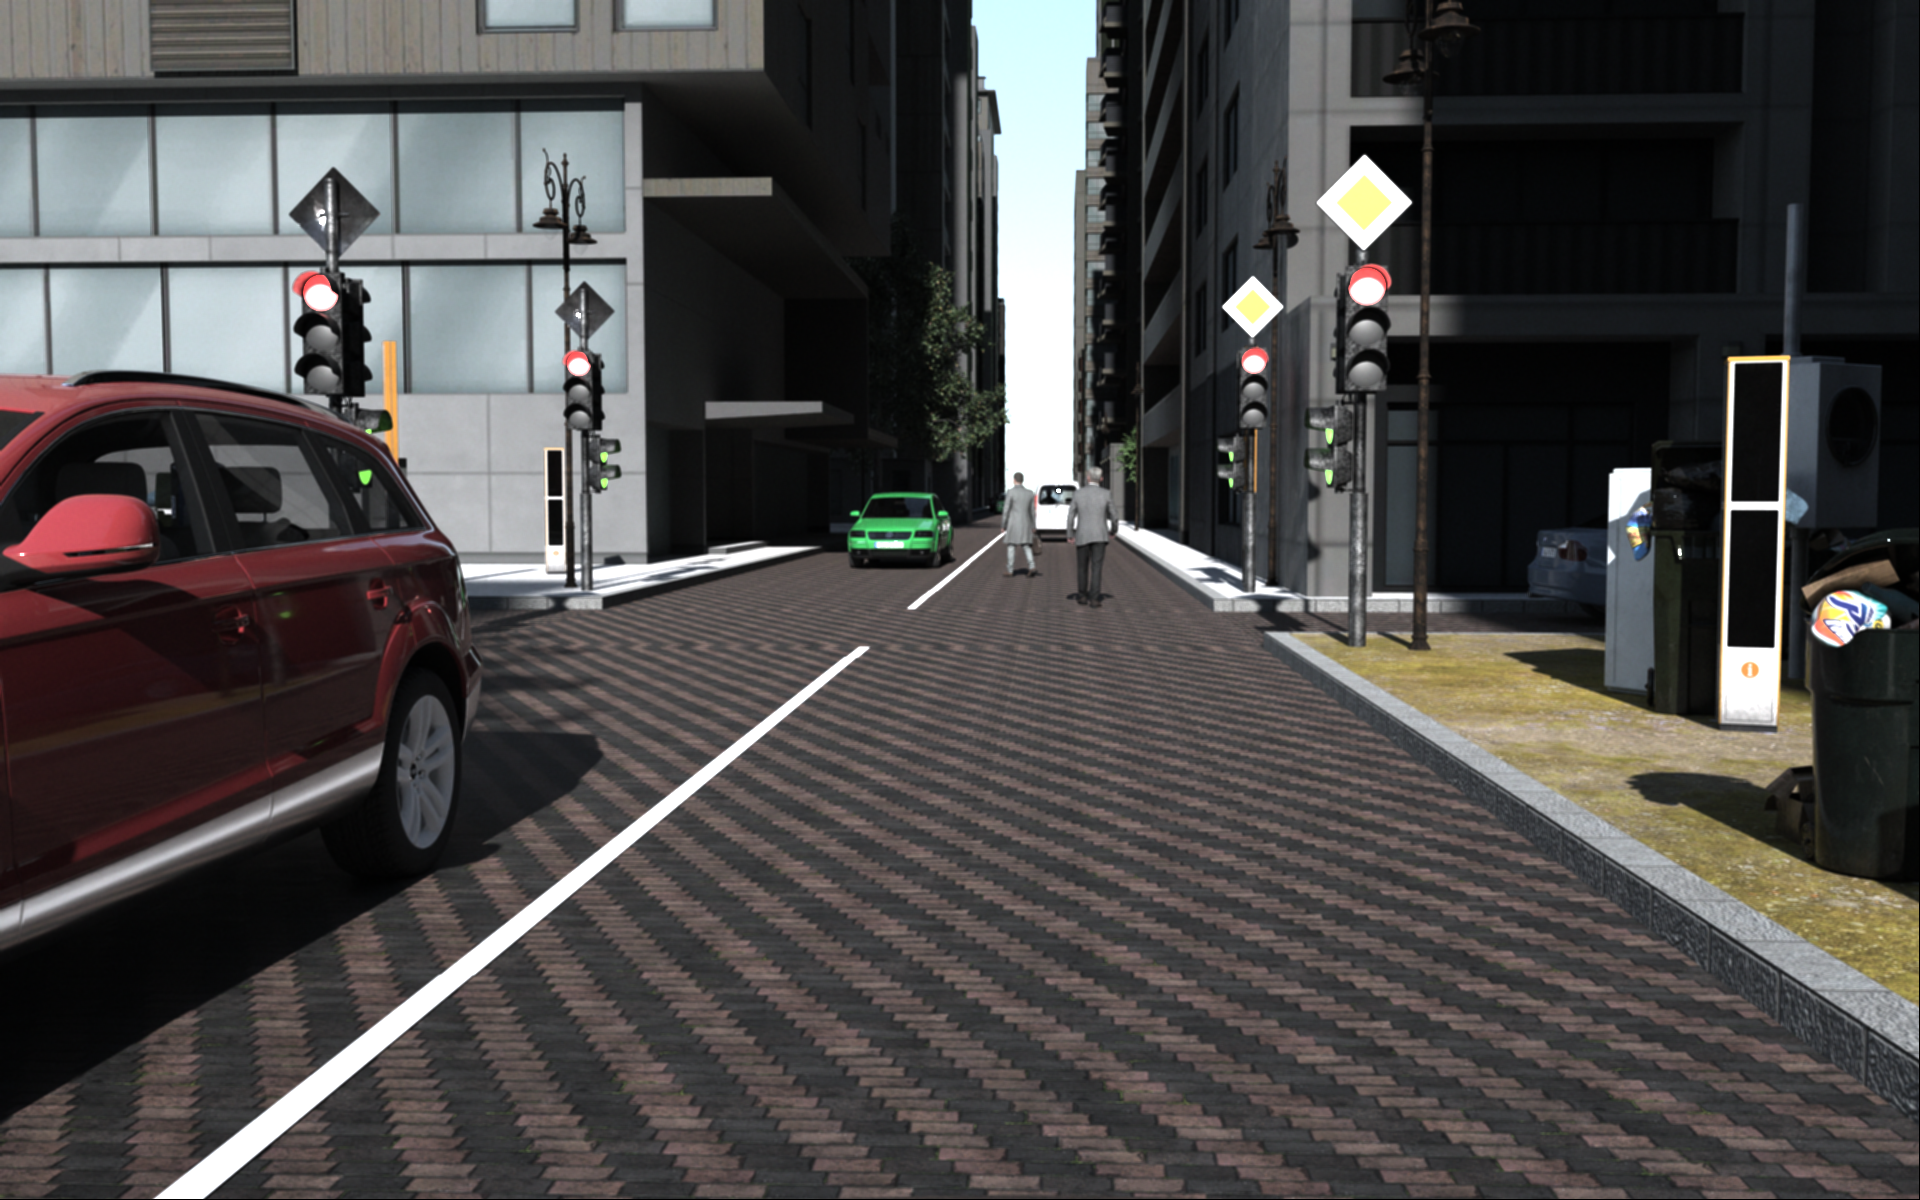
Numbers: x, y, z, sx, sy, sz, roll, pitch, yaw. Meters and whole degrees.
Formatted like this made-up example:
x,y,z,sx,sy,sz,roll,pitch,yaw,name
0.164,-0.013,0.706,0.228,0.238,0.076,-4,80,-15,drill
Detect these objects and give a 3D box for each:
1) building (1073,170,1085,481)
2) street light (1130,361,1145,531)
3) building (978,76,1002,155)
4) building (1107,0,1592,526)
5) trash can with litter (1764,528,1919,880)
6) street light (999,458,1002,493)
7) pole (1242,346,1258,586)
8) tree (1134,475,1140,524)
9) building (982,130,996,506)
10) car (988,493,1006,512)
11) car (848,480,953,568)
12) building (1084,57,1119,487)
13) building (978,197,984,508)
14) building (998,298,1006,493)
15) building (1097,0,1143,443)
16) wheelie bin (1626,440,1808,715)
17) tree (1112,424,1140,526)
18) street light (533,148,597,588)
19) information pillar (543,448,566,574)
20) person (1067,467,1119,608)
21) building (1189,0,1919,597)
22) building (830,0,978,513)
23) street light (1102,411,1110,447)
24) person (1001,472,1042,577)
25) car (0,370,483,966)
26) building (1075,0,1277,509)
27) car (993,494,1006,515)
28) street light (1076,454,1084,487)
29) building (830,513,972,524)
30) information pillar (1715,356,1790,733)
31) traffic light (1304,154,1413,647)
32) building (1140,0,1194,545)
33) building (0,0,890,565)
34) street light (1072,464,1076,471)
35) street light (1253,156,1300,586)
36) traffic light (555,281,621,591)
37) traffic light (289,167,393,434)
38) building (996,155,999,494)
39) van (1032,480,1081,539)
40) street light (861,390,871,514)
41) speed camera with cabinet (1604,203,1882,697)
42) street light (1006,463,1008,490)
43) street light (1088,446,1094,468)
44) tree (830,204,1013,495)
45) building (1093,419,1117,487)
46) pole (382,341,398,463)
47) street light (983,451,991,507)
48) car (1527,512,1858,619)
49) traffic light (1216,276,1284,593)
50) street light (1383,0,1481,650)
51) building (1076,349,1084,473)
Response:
x,y,z,sx,sy,sz,roll,pitch,yaw,name
26.823,-37.998,244.972,21.300,48.544,21.600,0,4,3,building
6.171,-5.355,60.340,0.468,5.910,1.993,0,4,3,street light
-9.333,-38.830,224.101,28.713,52.752,27.495,0,4,3,building
17.655,-39.577,85.335,20.563,71.187,20.611,0,4,3,building
3.130,0.323,6.108,0.624,1.170,1.055,0,4,5,trash can with litter
5.142,-15.096,219.610,0.468,5.910,1.993,0,4,3,street light
4.009,-1.841,23.942,0.158,3.312,0.155,0,3,0,pole
8.167,-4.816,73.348,1.663,3.219,1.824,0,3,0,tree
-3.662,-30.922,189.174,14.154,41.232,14.086,0,4,3,building
3.304,-7.889,138.027,2.155,1.783,4.494,0,4,4,car
-1.155,-1.597,34.905,1.959,1.807,4.718,0,4,5,car
18.925,-29.480,165.588,14.154,41.232,14.086,0,4,3,building
-5.046,-23.879,162.122,14.160,30.474,14.107,0,4,3,building
-0.762,-28.994,245.752,14.160,30.474,14.107,0,4,3,building
20.225,-28.014,112.648,22.147,44.769,28.867,0,4,3,building
4.420,-0.137,10.153,0.980,1.594,0.693,1,4,22,wheelie bin
7.721,-5.216,69.003,4.285,4.588,4.351,0,3,0,tree
-5.355,-3.111,23.655,0.468,5.910,1.993,0,4,3,street light
-6.513,-1.427,27.820,0.304,2.012,0.304,-1,4,-19,information pillar
1.694,-0.813,22.190,0.661,1.777,0.834,0,4,2,person
15.156,-36.133,29.023,20.611,71.187,20.563,0,4,3,building
-5.754,-28.348,147.087,14.154,41.232,14.086,0,4,3,building
8.387,-7.745,99.418,0.468,5.910,1.993,0,4,3,street light
1.022,-1.299,29.847,0.694,1.812,0.767,-2,4,-26,person
-3.105,0.219,5.093,2.281,1.827,5.304,0,4,4,car
23.422,-46.249,194.420,20.563,71.187,20.611,0,4,3,building
3.403,-6.731,121.856,2.131,1.459,4.920,0,4,4,car
12.826,-12.922,184.058,0.468,5.910,1.993,0,4,3,street light
-6.749,-24.308,81.031,14.154,41.232,14.086,0,4,3,building
4.302,-0.301,9.413,0.304,2.012,0.304,1,4,20,information pillar
3.330,-1.564,14.497,0.839,4.253,0.868,0,4,3,traffic light
16.786,-26.206,52.176,21.300,48.544,21.600,0,4,3,building
-16.098,-27.734,42.685,28.713,52.752,27.495,0,4,3,building
14.750,-15.135,220.239,0.468,5.910,1.993,0,4,3,street light
4.382,-3.142,24.152,0.468,5.910,1.993,0,4,3,street light
-4.944,-2.079,22.918,0.839,4.253,0.868,0,4,3,traffic light
-5.370,-1.592,14.945,0.839,4.253,0.868,0,4,3,traffic light
-2.735,-31.788,203.321,14.154,41.232,14.086,0,4,3,building
3.016,-2.808,52.922,2.013,2.044,4.112,0,4,3,van
-3.363,-5.329,59.916,0.468,5.910,1.993,0,4,3,street light
5.197,-1.045,11.416,2.038,3.252,0.660,-2,4,-29,speed camera with cabinet
7.009,-17.330,256.126,0.468,5.910,1.993,0,4,3,street light
10.260,-9.970,135.789,0.468,5.910,1.993,0,4,3,street light
-3.180,-9.211,67.607,9.611,12.733,9.660,0,3,0,tree
22.579,-50.692,141.478,22.319,86.520,31.000,0,4,3,building
-7.620,-1.797,23.216,0.158,3.312,0.155,0,3,0,pole
2.594,-12.238,172.872,0.468,5.910,1.993,0,4,3,street light
8.670,-0.439,19.182,4.499,1.417,2.014,0,4,3,car
3.756,-2.052,22.471,0.839,4.253,0.868,0,4,3,traffic light
3.790,-2.527,14.108,0.468,5.910,1.993,0,4,3,street light
28.791,-22.958,220.394,27.650,21.520,28.899,0,4,3,building
